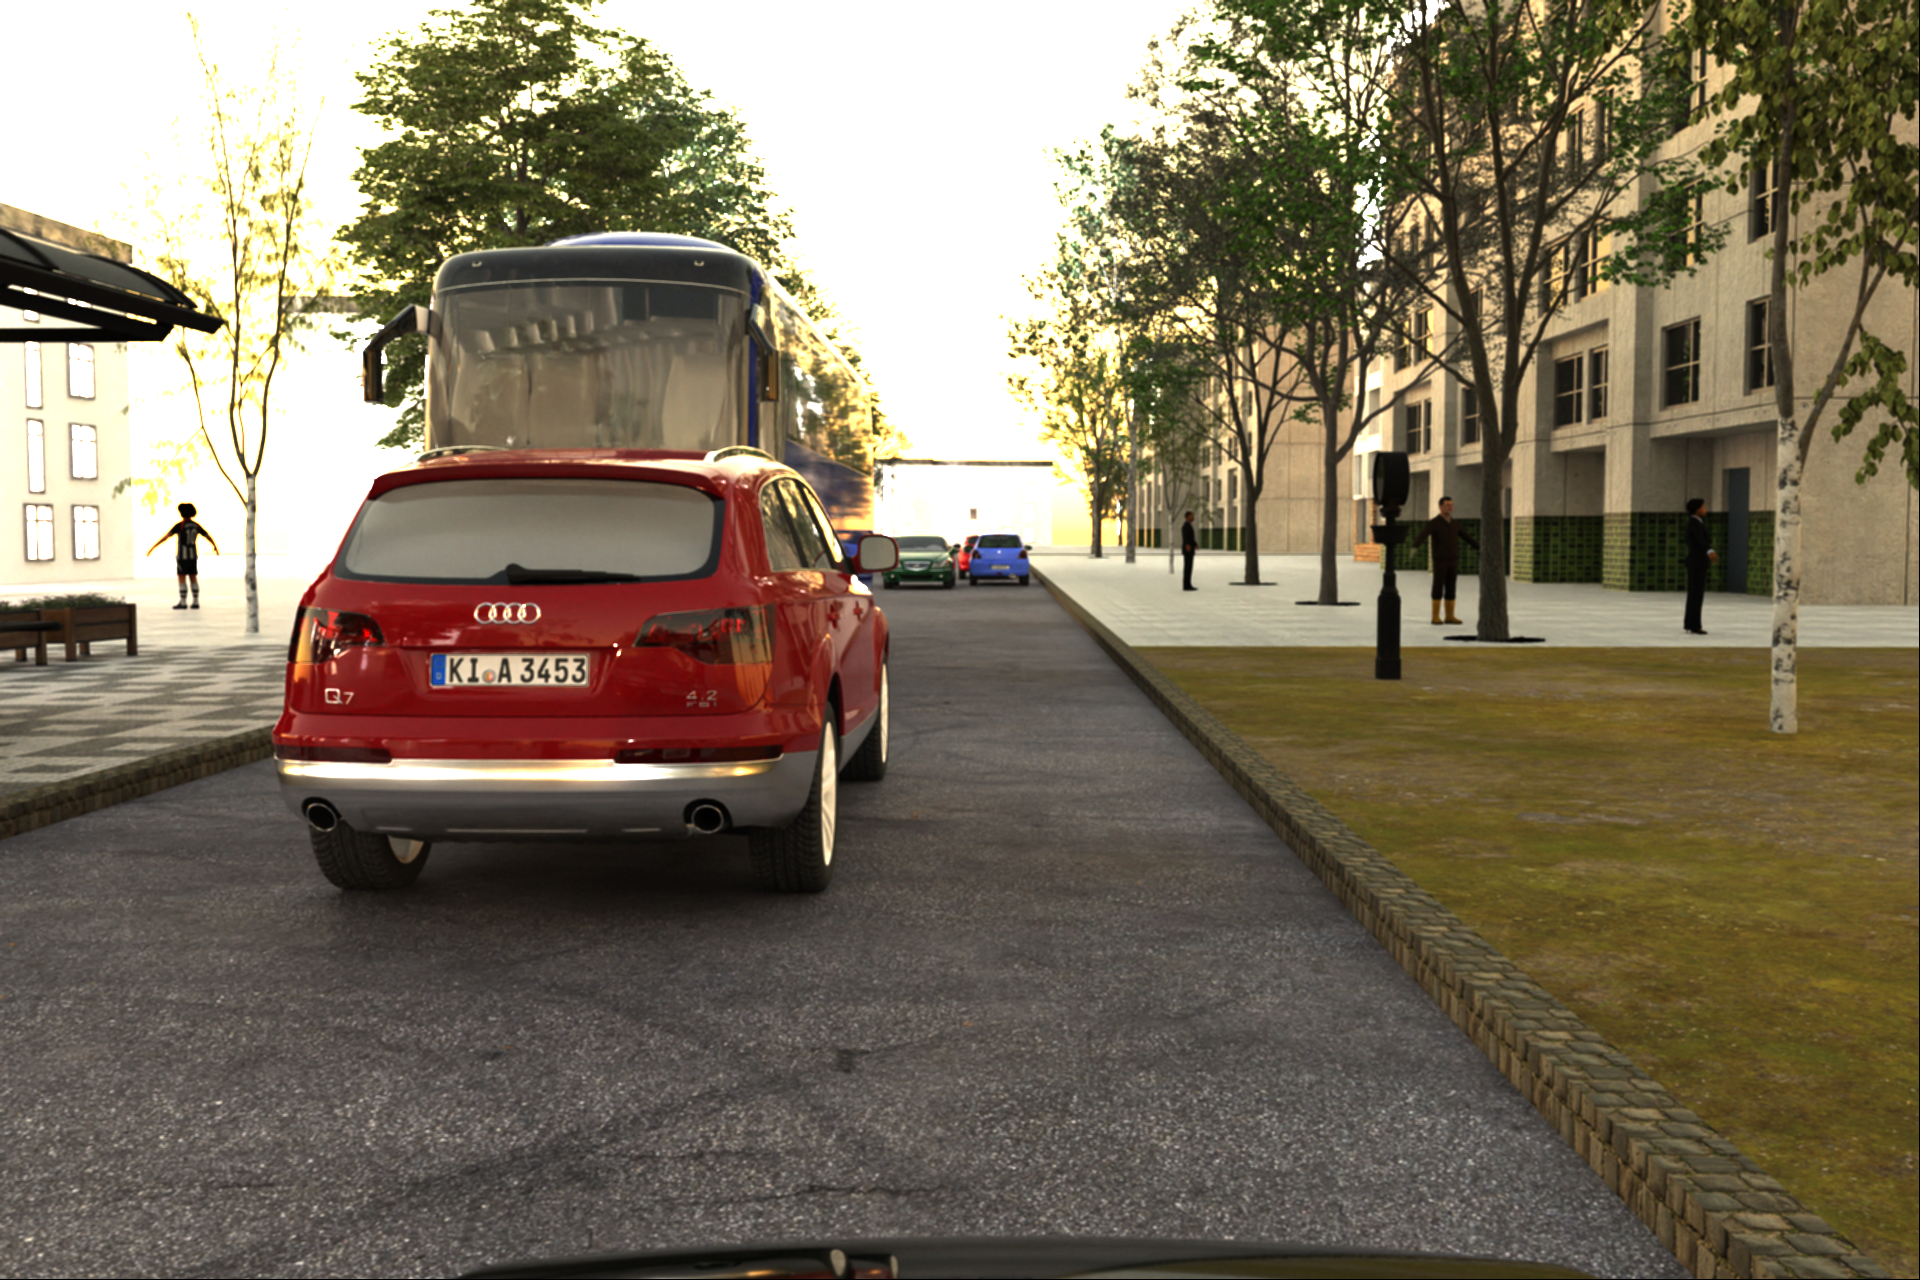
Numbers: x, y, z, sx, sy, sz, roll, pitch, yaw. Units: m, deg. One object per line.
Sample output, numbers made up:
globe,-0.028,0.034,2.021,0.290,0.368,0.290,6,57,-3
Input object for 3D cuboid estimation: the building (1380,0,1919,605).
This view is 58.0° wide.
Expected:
building,23.373,-10.998,46.280,16.747,18.905,31.486,0,4,1

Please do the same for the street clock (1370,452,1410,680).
street clock,3.794,-0.656,15.293,0.358,2.002,0.471,0,4,2

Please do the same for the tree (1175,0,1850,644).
tree,6.430,-5.800,20.584,9.928,11.665,9.643,0,3,0

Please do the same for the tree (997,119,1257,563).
tree,8.110,-13.568,77.729,12.611,20.169,13.585,0,3,0

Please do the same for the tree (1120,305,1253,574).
tree,6.758,-6.453,55.869,4.360,8.622,3.978,0,3,0

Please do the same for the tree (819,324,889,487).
tree,-7.628,-10.759,94.040,7.486,12.596,7.792,0,3,0

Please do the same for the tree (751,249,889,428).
tree,-8.049,-10.022,74.231,12.009,13.543,11.850,0,3,0

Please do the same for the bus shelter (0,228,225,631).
bus shelter,-6.533,-0.993,10.153,2.014,3.302,5.546,0,4,2

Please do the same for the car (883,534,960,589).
car,-1.063,-2.132,46.662,2.131,1.459,4.920,0,4,1

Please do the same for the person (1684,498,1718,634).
person,9.544,-0.950,22.260,0.721,1.740,1.216,1,4,12

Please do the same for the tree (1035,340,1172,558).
tree,7.553,-10.231,93.036,9.928,11.665,9.643,0,3,0

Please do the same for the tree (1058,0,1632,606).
tree,6.800,-7.384,31.095,12.009,13.543,11.850,0,3,0

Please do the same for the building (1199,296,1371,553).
building,29.072,-16.427,135.038,16.747,18.905,31.486,0,4,1

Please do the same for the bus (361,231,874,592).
bus,-2.578,-1.620,18.029,2.896,3.916,12.251,0,4,1

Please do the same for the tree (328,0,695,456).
tree,-8.598,-7.063,33.603,7.486,12.596,7.792,0,3,0

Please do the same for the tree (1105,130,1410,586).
tree,7.412,-7.207,43.597,9.928,11.665,9.643,0,3,0

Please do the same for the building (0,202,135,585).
building,-25.241,-5.766,36.423,9.099,9.664,28.070,0,4,2

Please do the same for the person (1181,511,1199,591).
person,5.236,-2.032,39.456,0.704,1.802,1.346,1,4,16

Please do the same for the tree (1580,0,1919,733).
tree,5.515,-3.697,10.807,4.737,8.622,4.395,0,3,0

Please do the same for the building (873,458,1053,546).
building,-3.536,-15.231,193.627,28.070,9.664,9.099,0,4,-7

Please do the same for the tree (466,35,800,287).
tree,-8.778,-8.531,46.134,9.857,13.997,8.962,0,3,0

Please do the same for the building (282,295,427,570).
building,-22.832,-8.133,75.115,9.099,9.664,28.070,0,4,1

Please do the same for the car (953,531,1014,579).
car,0.849,-2.897,56.407,2.155,1.783,4.494,0,4,0

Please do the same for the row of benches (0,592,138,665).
row of benches,-9.332,-0.068,16.582,1.422,0.672,4.104,1,4,9

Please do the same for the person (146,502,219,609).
person,-13.256,-1.439,29.668,0.704,1.843,1.345,2,4,32

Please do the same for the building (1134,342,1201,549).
building,26.387,-18.454,168.178,16.747,18.905,31.486,0,4,1

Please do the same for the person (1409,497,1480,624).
person,6.913,-1.131,24.624,1.346,1.812,0.704,-1,4,-22

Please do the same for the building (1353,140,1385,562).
building,23.953,-13.758,81.359,16.016,20.090,11.380,0,4,1

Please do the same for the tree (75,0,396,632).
tree,-9.169,-4.392,22.167,4.360,8.622,3.978,0,3,0

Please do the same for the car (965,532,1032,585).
car,1.103,-2.444,49.552,1.945,1.707,3.694,0,4,0

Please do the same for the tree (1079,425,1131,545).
tree,18.180,-17.624,194.807,9.857,13.997,8.962,0,3,0

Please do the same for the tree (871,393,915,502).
tree,-7.172,-10.431,104.952,8.767,10.594,7.601,-1,4,-13

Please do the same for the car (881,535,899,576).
car,-1.793,-2.992,60.929,2.014,1.417,4.499,0,4,1

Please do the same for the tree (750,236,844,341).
tree,-7.831,-8.283,61.176,9.928,11.665,9.643,0,3,0

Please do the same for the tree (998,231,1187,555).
tree,8.222,-15.400,107.680,12.611,20.169,13.585,0,3,0

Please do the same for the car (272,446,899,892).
car,-1.479,0.011,8.488,2.281,1.827,5.304,0,4,2
